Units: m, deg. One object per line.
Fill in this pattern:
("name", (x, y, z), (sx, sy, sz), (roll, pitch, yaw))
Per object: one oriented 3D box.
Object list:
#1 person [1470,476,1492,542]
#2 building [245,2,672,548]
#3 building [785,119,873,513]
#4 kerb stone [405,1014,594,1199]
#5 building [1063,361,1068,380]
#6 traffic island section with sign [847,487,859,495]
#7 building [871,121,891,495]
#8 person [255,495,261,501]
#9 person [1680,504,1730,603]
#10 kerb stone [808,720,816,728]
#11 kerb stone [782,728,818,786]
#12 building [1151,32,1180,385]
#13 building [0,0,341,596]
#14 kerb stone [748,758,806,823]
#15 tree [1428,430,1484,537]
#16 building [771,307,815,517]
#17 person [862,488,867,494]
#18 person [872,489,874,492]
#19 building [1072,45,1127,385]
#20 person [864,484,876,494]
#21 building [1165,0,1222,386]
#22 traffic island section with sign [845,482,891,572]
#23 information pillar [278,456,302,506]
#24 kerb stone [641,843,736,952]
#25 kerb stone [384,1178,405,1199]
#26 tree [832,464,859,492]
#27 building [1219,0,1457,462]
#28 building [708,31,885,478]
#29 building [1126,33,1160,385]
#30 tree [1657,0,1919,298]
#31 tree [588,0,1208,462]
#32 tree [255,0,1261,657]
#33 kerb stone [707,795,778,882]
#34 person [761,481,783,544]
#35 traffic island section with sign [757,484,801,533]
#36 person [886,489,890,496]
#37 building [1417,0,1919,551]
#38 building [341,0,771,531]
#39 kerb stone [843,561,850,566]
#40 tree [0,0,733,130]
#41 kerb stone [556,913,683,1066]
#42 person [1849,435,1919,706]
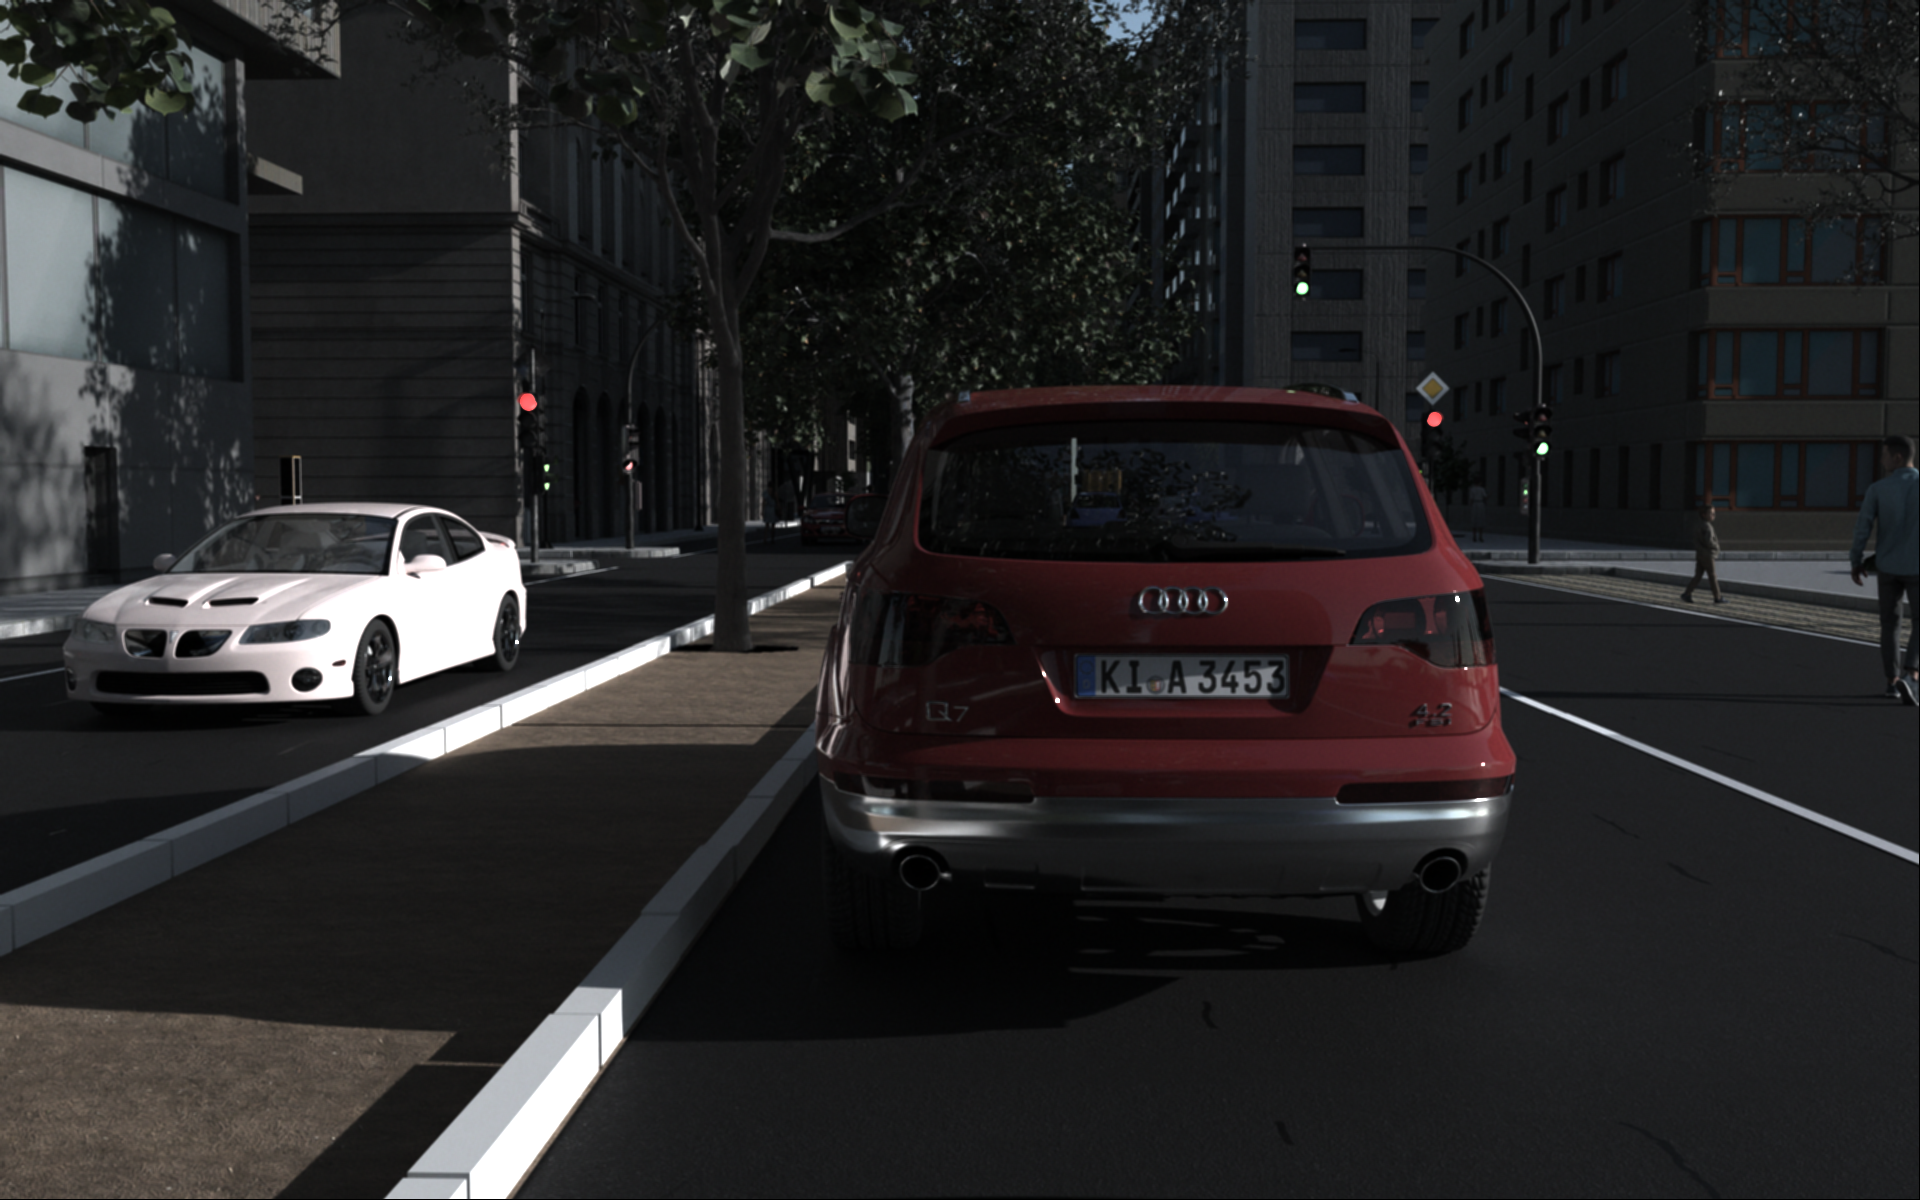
("person", (13.927, -2.430, 46.338), (0.480, 1.755, 0.524), (3, 5, 43))
("building", (-15.953, -12.855, 51.972), (13.314, 21.916, 24.055), (0, 4, 2))
("building", (-13.842, -21.486, 123.002), (14.160, 30.474, 14.107), (0, 4, 2))
("kerb stone", (-0.969, 1.127, 3.776), (0.120, 0.150, 1.000), (0, 4, 2))
("building", (-1.159, -22.485, 212.669), (28.899, 21.520, 27.650), (0, 4, 2))
("traffic island section with sign", (-5.674, -5.118, 92.308), (1.989, 1.847, 2.006), (0, 4, 2))
("building", (-16.099, -34.079, 180.894), (21.600, 48.544, 21.300), (0, 4, 2))
("person", (-13.696, -1.625, 32.973), (0.532, 1.782, 0.716), (2, 4, 25))
("person", (9.702, -0.599, 22.571), (0.640, 1.303, 0.475), (-1, 4, -11))
("kerb stone", (-0.759, 0.750, 9.929), (0.120, 0.150, 1.000), (0, 4, 2))
("kerb stone", (-0.792, 0.816, 8.907), (0.120, 0.150, 1.000), (0, 4, 2))
("building", (25.245, -31.244, 160.943), (14.600, 45.320, 14.200), (0, 4, 2))
("building", (-24.384, -26.148, 16.757), (27.495, 52.752, 28.713), (0, 4, 2))
("kerb stone", (-0.833, 0.879, 7.876), (0.120, 0.150, 1.000), (0, 4, 2))
("tree", (14.643, -3.514, 52.055), (1.663, 3.219, 1.824), (0, 3, 0))
("building", (-16.766, -14.055, 97.250), (16.820, 18.784, 16.811), (0, 4, 2))
("person", (-5.830, -5.896, 105.026), (0.853, 1.813, 0.709), (1, 4, 8))
("person", (-5.389, -6.048, 107.732), (0.601, 1.785, 0.444), (-2, 4, -32))
("building", (27.042, -38.051, 211.379), (27.495, 52.752, 28.713), (0, 4, 2))
("person", (-3.181, -3.263, 62.200), (0.716, 1.782, 0.532), (-3, 4, -36))
("building", (28.321, -31.732, 138.429), (23.786, 49.044, 30.456), (0, 4, 2))
("traffic island section with sign", (-1.061, -1.487, 32.449), (2.006, 1.907, 1.989), (0, 4, 2))
("information pillar", (-12.967, -1.778, 33.556), (0.304, 2.012, 0.304), (0, 4, 7))
("kerb stone", (-0.904, 1.001, 5.825), (0.120, 0.150, 1.000), (0, 4, 2))
("kerb stone", (-1.001, 1.189, 2.752), (0.120, 0.150, 1.000), (0, 4, 2))
("tree", (-7.479, -7.181, 112.007), (1.663, 3.219, 1.824), (0, 3, 0))
("building", (25.379, -33.960, 97.247), (21.231, 58.520, 28.212), (0, 4, 2))
("building", (-17.941, -29.977, 144.747), (22.147, 44.769, 28.867), (0, 4, 2))
("building", (28.548, -33.966, 179.052), (21.300, 48.544, 21.600), (0, 4, 2))
("tree", (12.579, -6.581, 17.974), (12.009, 13.543, 11.850), (0, 3, 0))
("tree", (-0.876, -6.521, 26.080), (9.611, 12.733, 9.660), (0, 3, 0))
("tree", (-2.044, -6.261, 15.198), (12.009, 13.543, 11.850), (0, 3, 0))
("kerb stone", (-0.861, 0.943, 6.847), (0.120, 0.150, 1.000), (0, 4, 2))
("person", (-5.391, -2.505, 49.546), (0.616, 1.811, 0.778), (1, 4, 10))
("traffic island section with sign", (-6.561, -3.470, 65.365), (1.989, 1.847, 2.006), (0, 4, 2))
("person", (-6.935, -9.973, 169.120), (0.705, 1.822, 1.348), (2, 4, 26))
("building", (31.503, -12.632, 51.580), (28.899, 21.520, 27.650), (0, 4, 2))
("building", (-15.889, -14.368, 76.719), (13.314, 21.916, 24.055), (0, 4, 2))
("kerb stone", (-2.151, -0.570, 31.507), (0.120, 0.150, 1.000), (0, 4, 2))
("tree", (-2.115, -5.664, 1.723), (9.857, 13.997, 8.962), (0, 3, 0))
("kerb stone", (-0.934, 1.072, 4.804), (0.120, 0.150, 1.000), (0, 4, 2))
("person", (6.503, -0.223, 12.004), (0.638, 1.841, 0.748), (3, 5, 40))
